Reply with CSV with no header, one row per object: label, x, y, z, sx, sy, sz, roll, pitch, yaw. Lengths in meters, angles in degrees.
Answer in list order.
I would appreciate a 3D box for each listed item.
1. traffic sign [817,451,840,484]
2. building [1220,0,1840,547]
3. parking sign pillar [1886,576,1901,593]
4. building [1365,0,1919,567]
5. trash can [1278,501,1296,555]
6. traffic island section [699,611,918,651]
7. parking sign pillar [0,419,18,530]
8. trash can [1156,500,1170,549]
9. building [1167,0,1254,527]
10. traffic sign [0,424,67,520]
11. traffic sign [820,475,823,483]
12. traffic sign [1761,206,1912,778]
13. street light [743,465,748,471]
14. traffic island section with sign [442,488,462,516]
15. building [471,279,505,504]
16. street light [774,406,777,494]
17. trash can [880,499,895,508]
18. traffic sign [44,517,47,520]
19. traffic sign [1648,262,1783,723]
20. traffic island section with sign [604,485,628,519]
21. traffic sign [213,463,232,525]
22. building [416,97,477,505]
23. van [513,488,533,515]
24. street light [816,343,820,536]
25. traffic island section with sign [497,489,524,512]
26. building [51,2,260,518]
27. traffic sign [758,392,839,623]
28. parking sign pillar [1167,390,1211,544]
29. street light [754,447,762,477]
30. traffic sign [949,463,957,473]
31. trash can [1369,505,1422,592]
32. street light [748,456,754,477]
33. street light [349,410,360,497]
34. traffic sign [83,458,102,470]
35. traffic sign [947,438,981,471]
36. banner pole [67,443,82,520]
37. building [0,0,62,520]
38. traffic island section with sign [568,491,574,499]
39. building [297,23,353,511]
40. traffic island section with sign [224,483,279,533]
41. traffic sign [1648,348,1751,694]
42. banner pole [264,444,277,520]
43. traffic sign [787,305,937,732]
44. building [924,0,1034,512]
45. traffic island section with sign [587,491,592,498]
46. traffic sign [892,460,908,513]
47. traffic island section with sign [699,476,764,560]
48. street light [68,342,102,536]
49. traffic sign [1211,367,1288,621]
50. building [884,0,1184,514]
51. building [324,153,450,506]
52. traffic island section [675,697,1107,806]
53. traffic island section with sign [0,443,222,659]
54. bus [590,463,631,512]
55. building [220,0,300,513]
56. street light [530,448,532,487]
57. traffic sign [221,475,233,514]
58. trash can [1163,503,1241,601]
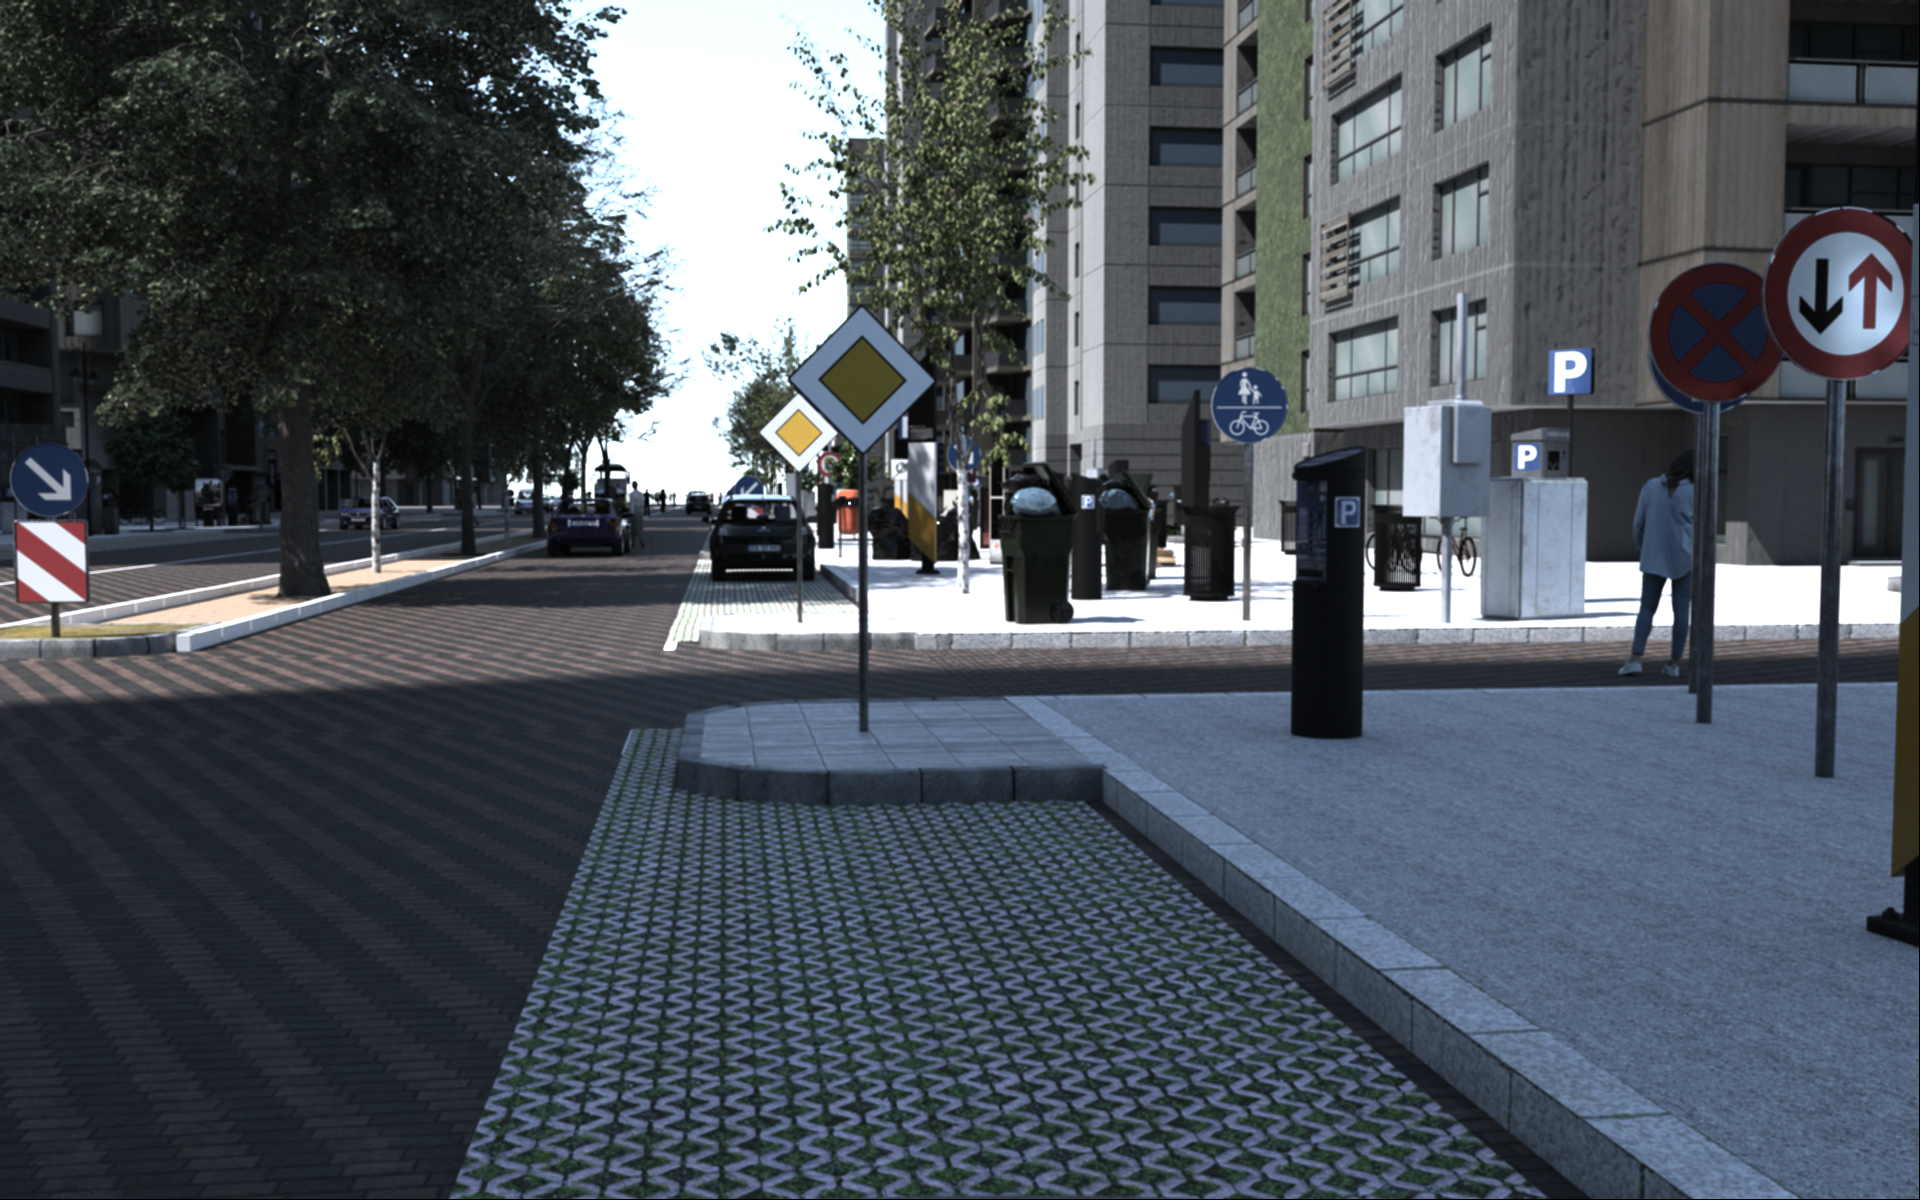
traffic sign,-3.889,-3.165,51.851,0.768,2.556,0.104,0,4,-4
building,15.159,-22.488,51.274,14.154,41.232,14.086,0,4,-8
parking sign pillar,12.937,-2.084,22.541,1.447,3.967,1.447,1,4,9
building,16.217,-21.509,35.261,14.086,41.232,14.154,0,4,-8
trash can,7.103,-1.528,36.643,0.748,1.137,0.748,0,3,0
traffic island section,-1.576,0.306,17.285,2.009,0.180,2.903,0,4,-8
parking sign pillar,-33.976,-4.476,61.655,1.447,3.967,1.447,-3,5,-42
trash can,4.412,-1.704,39.514,0.748,1.137,0.748,0,3,0
building,13.996,-32.902,79.950,21.231,58.520,28.212,0,4,-8
traffic sign,-27.083,-3.448,50.242,2.265,3.308,0.079,0,4,-5
traffic sign,-7.099,-5.581,91.348,0.768,2.556,0.104,0,4,-1
traffic sign,3.927,-0.470,7.789,0.768,2.556,0.104,0,4,-5
street light,-25.814,-14.566,210.934,0.468,5.910,1.993,0,4,-8
traffic island section with sign,-32.633,-6.377,112.889,1.989,1.847,2.006,0,4,-8
building,-68.714,-33.473,230.871,14.154,41.232,14.086,0,4,-8
street light,-9.700,-7.238,91.122,0.468,5.910,1.993,0,4,-8
trash can,-2.191,-2.666,55.235,0.748,1.137,0.748,0,3,0
traffic sign,-27.477,-3.174,51.999,0.768,2.556,0.104,0,4,-1
traffic sign,4.176,-0.583,9.644,0.768,2.556,0.104,0,4,0
traffic island section with sign,-18.304,-5.038,90.505,2.006,1.907,1.989,0,4,-8
traffic sign,-30.081,-4.316,70.677,0.768,2.556,0.104,0,4,-5
building,-71.759,-35.972,207.753,23.786,49.044,30.456,0,4,-8
van,-30.554,-7.070,122.598,2.013,2.044,4.112,-1,4,-10
street light,-4.359,-4.921,53.246,0.468,5.910,1.993,0,4,-8
traffic island section with sign,-36.325,-8.036,140.017,1.989,1.847,2.006,0,4,-8
building,-58.039,-31.163,98.754,28.713,52.752,27.495,0,4,-8
traffic sign,-1.598,-0.829,17.204,0.795,2.450,0.064,0,4,-8
parking sign pillar,6.171,-3.483,45.418,1.447,3.967,1.447,0,4,-7
street light,-14.912,-9.582,129.461,0.468,5.910,1.993,0,4,-8
traffic sign,0.084,-2.769,45.386,0.768,2.556,0.104,0,4,2
trash can,5.801,-0.691,22.951,0.748,1.137,0.748,0,3,0
street light,-19.949,-11.902,167.378,0.468,5.910,1.993,0,4,-8
street light,-31.730,-7.229,90.980,0.468,5.910,1.993,0,4,-8
traffic sign,-31.082,-3.783,61.955,0.768,2.556,0.104,0,4,-7
traffic sign,0.090,-2.391,39.206,0.768,2.556,0.104,0,4,-1
banner pole,-43.370,-5.795,84.760,0.863,3.779,0.401,-1,4,-20
building,-51.903,-27.259,69.380,21.300,48.544,21.600,0,4,-8
traffic island section with sign,-43.883,-11.437,195.626,1.989,1.847,2.006,0,4,-8
building,-60.116,-42.703,136.441,20.563,71.187,20.611,0,4,-8
traffic island section with sign,-26.038,-3.405,64.295,1.989,1.847,2.006,0,4,-8
traffic sign,4.735,-0.671,11.076,0.768,2.556,0.104,0,4,-3
banner pole,-34.268,-5.870,85.989,0.863,3.779,0.401,1,4,15
traffic sign,-0.523,-0.346,9.292,0.795,2.450,0.064,0,4,-8
building,9.237,-28.219,116.012,22.147,44.769,28.867,0,4,-8
traffic island section with sign,-47.512,-13.071,222.337,1.989,1.847,2.006,0,4,-8
traffic sign,-1.733,-3.007,51.298,0.606,2.300,0.079,0,3,0
traffic island section with sign,-4.789,-1.821,38.405,1.989,1.847,2.006,0,4,-8
street light,-26.530,-4.883,52.622,0.468,5.910,1.993,0,4,-8
traffic sign,2.906,-1.063,17.489,0.768,2.556,0.104,0,4,2
building,4.253,-36.800,143.683,21.231,58.520,28.212,0,4,-8
building,-63.621,-30.769,186.660,14.154,41.232,14.086,0,4,-8
traffic island section,-0.500,0.790,9.372,2.009,0.180,2.903,0,4,-8
traffic island section with sign,-8.176,-0.484,16.049,2.006,1.907,1.989,0,4,-8
bus,-27.894,-9.023,139.077,2.896,3.916,12.252,-1,4,-9
building,-54.763,-28.765,120.423,14.600,45.320,14.200,0,4,-8
street light,-42.869,-12.244,172.975,0.468,5.910,1.993,0,4,-8
traffic sign,-30.540,-4.323,71.864,0.795,2.450,0.064,0,4,-5
trash can,3.007,-0.564,20.881,0.748,1.137,0.748,0,3,0
